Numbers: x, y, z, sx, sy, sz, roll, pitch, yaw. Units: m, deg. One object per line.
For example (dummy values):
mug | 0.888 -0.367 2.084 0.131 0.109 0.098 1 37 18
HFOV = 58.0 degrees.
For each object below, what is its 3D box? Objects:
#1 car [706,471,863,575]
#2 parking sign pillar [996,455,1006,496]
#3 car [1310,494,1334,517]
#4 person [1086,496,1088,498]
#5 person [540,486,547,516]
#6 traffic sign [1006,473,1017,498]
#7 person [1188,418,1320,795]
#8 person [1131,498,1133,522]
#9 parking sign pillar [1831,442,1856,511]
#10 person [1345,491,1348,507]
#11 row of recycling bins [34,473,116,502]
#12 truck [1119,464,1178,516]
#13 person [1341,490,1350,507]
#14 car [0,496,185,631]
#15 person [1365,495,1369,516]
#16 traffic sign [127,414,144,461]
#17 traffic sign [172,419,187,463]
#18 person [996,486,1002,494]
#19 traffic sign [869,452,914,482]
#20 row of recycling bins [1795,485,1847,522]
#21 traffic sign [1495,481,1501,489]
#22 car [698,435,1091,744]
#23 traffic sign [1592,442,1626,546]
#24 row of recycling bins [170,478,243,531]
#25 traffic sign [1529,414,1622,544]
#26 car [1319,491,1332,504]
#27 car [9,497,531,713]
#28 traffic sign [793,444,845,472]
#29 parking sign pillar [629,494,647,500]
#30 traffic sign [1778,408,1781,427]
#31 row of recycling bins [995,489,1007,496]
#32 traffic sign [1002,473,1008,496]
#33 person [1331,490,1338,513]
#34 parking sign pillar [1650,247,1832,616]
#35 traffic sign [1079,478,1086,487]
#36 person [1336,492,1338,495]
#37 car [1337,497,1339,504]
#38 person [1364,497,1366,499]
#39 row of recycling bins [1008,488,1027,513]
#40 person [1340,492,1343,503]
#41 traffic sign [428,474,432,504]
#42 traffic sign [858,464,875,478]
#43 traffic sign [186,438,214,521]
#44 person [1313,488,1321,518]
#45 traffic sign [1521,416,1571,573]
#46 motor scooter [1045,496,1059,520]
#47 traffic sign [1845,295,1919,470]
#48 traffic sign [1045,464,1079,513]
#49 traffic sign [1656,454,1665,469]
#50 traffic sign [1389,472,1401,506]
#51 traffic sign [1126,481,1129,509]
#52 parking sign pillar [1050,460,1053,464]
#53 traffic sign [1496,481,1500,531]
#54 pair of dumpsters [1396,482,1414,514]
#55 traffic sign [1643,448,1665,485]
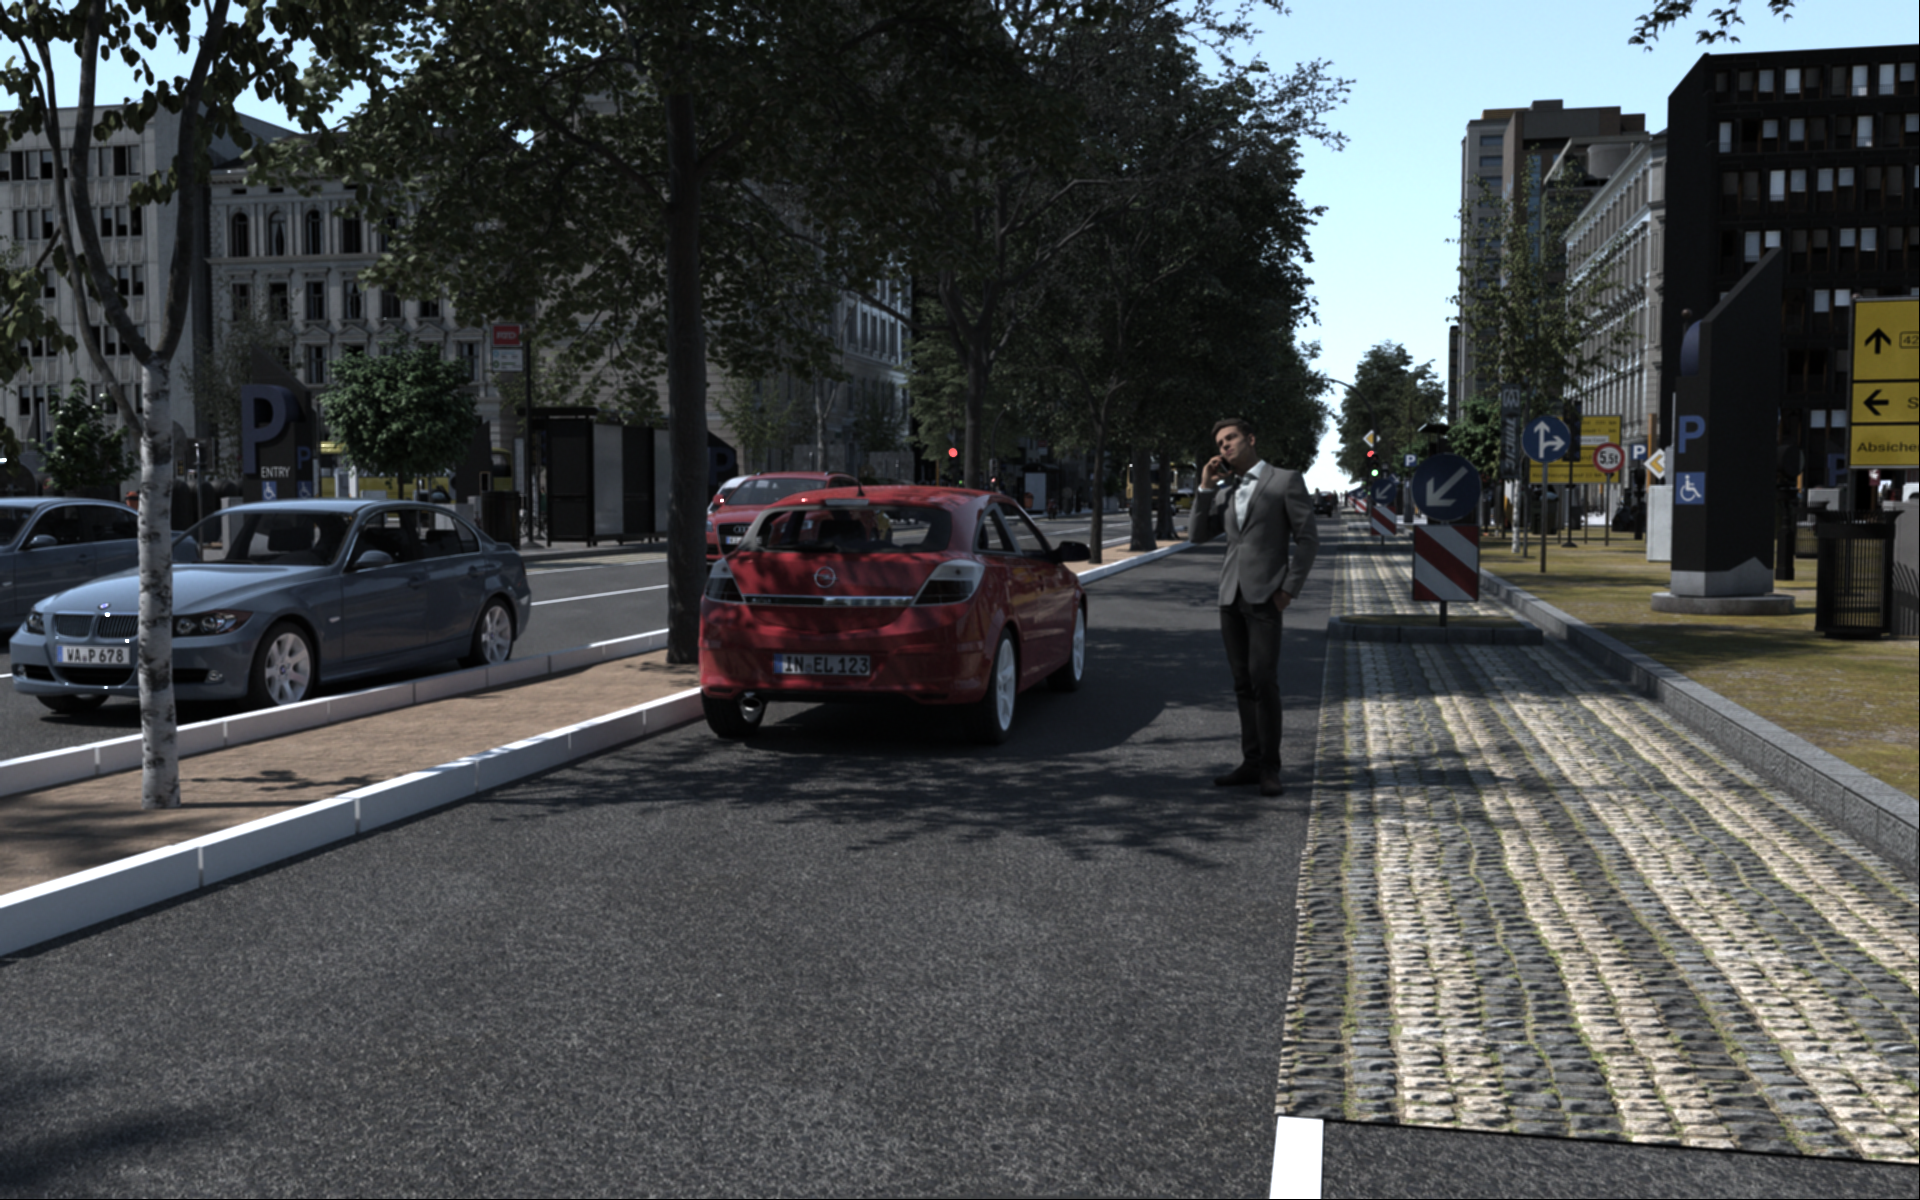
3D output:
car | -2.743 -1.210 28.451 2.281 1.827 5.304 1 4 11
parking sign pillar | 2.693 -7.638 113.347 1.447 3.967 1.447 -1 4 -8
car | 22.256 -5.988 107.693 2.009 1.686 4.222 1 4 11
person | 17.534 -13.906 235.996 0.705 1.807 1.348 2 4 26
person | -19.627 -4.448 81.478 0.529 1.795 0.600 1 4 15
traffic sign | 3.013 -6.342 103.802 0.768 2.556 0.104 1 4 15
person | 1.423 0.014 8.451 0.473 1.802 0.592 -2 4 -28
person | 8.033 -4.287 78.936 0.601 1.785 0.444 -3 5 -44
parking sign pillar | 42.301 -5.796 83.237 1.447 3.967 1.447 1 4 8
person | 39.205 -10.172 175.727 0.530 1.710 0.541 3 5 40
row of recycling bins | -17.733 -1.638 33.898 3.534 1.692 1.069 2 4 34
truck | 12.499 -7.143 112.708 3.469 3.379 9.791 1 4 12
person | 42.622 -11.204 191.310 1.348 1.869 0.705 -1 4 -19
car | -9.514 -0.322 17.273 2.014 1.417 4.499 1 4 12
person | 25.041 -5.954 106.022 0.466 1.800 0.511 1 4 23
traffic sign | -12.849 -1.666 27.338 0.768 2.556 0.104 1 4 19
traffic sign | -13.360 -1.778 29.173 0.768 2.556 0.104 1 4 14
person | 1.838 -4.481 81.865 0.391 1.810 0.635 0 4 -7
traffic sign | -3.296 -5.459 83.135 2.265 3.308 0.079 1 4 16
row of recycling bins | 39.829 -4.538 81.315 3.534 1.692 1.069 1 4 22
traffic sign | 26.834 -5.302 86.788 0.768 2.556 0.104 1 4 22
car | -0.269 -0.152 11.534 2.155 1.783 4.494 1 4 13
traffic sign | 15.983 -2.606 42.721 0.768 2.556 0.104 1 4 16
row of recycling bins | -20.149 -2.406 46.456 1.069 1.692 3.534 1 4 15
traffic sign | 15.775 -3.096 44.498 2.265 3.308 0.079 1 4 14
car | 45.297 -12.600 214.678 2.281 1.827 5.304 1 4 12
car | -4.800 -0.044 12.722 2.014 1.417 4.499 1 4 13
traffic sign | -5.771 -4.710 70.882 2.265 3.308 0.079 1 4 17
parking sign pillar | -9.683 -4.015 54.119 1.447 3.967 1.447 1 4 20
traffic sign | 9.103 -1.227 20.168 0.768 2.556 0.104 1 4 22
row of recycling bins | 2.314 -8.120 139.882 3.534 1.692 1.069 -1 4 -14
traffic sign | 2.877 -6.425 105.160 0.768 2.556 0.104 1 4 21
person | 29.117 -7.695 134.727 0.576 1.772 0.534 1 4 14
parking sign pillar | 8.318 -1.854 18.792 1.447 3.967 1.447 -2 4 -34
traffic sign | 9.639 -8.446 138.196 0.768 2.556 0.104 1 4 17
person | 63.660 -17.345 293.013 0.541 1.710 0.530 2 4 30
car | 56.338 -15.294 261.852 2.131 1.459 4.920 1 4 14
person | 33.226 -8.079 141.599 0.522 1.701 0.512 1 4 10
row of recycling bins | 4.624 -6.898 119.890 1.069 1.692 3.534 2 4 25
person | 60.501 -16.250 274.863 0.551 1.740 0.621 1 4 12
traffic sign | -12.080 -2.408 39.473 0.768 2.556 0.104 1 4 18
traffic sign | -3.933 -4.457 72.981 0.768 2.556 0.104 1 4 18
traffic sign | -13.820 -1.796 31.500 0.606 2.300 0.079 1 4 18
person | 21.097 -5.744 102.589 0.709 1.800 0.728 -1 4 -12
traffic sign | 9.528 -1.720 28.222 0.768 2.556 0.104 1 4 17
motor scooter | 5.148 -5.107 96.273 0.815 1.314 1.986 1 4 12
traffic sign | 10.285 -1.456 17.682 2.265 3.308 0.079 1 4 17
traffic sign | 6.799 -7.439 115.495 2.265 3.308 0.079 1 4 13
traffic sign | 16.776 -2.419 40.730 0.795 2.450 0.064 1 4 19
traffic sign | 24.551 -5.965 97.631 0.768 2.556 0.104 1 4 15
traffic sign | 14.939 -9.366 153.238 0.768 2.556 0.104 1 4 19
parking sign pillar | 7.255 -9.145 137.997 1.447 3.967 1.447 -1 4 -14
traffic sign | 17.152 -3.369 55.190 0.768 2.556 0.104 1 4 17
pair of dumpsters | 28.435 -6.638 111.019 1.574 2.255 4.437 1 4 12
traffic sign | 17.503 -2.580 43.375 0.795 2.450 0.064 1 4 18
